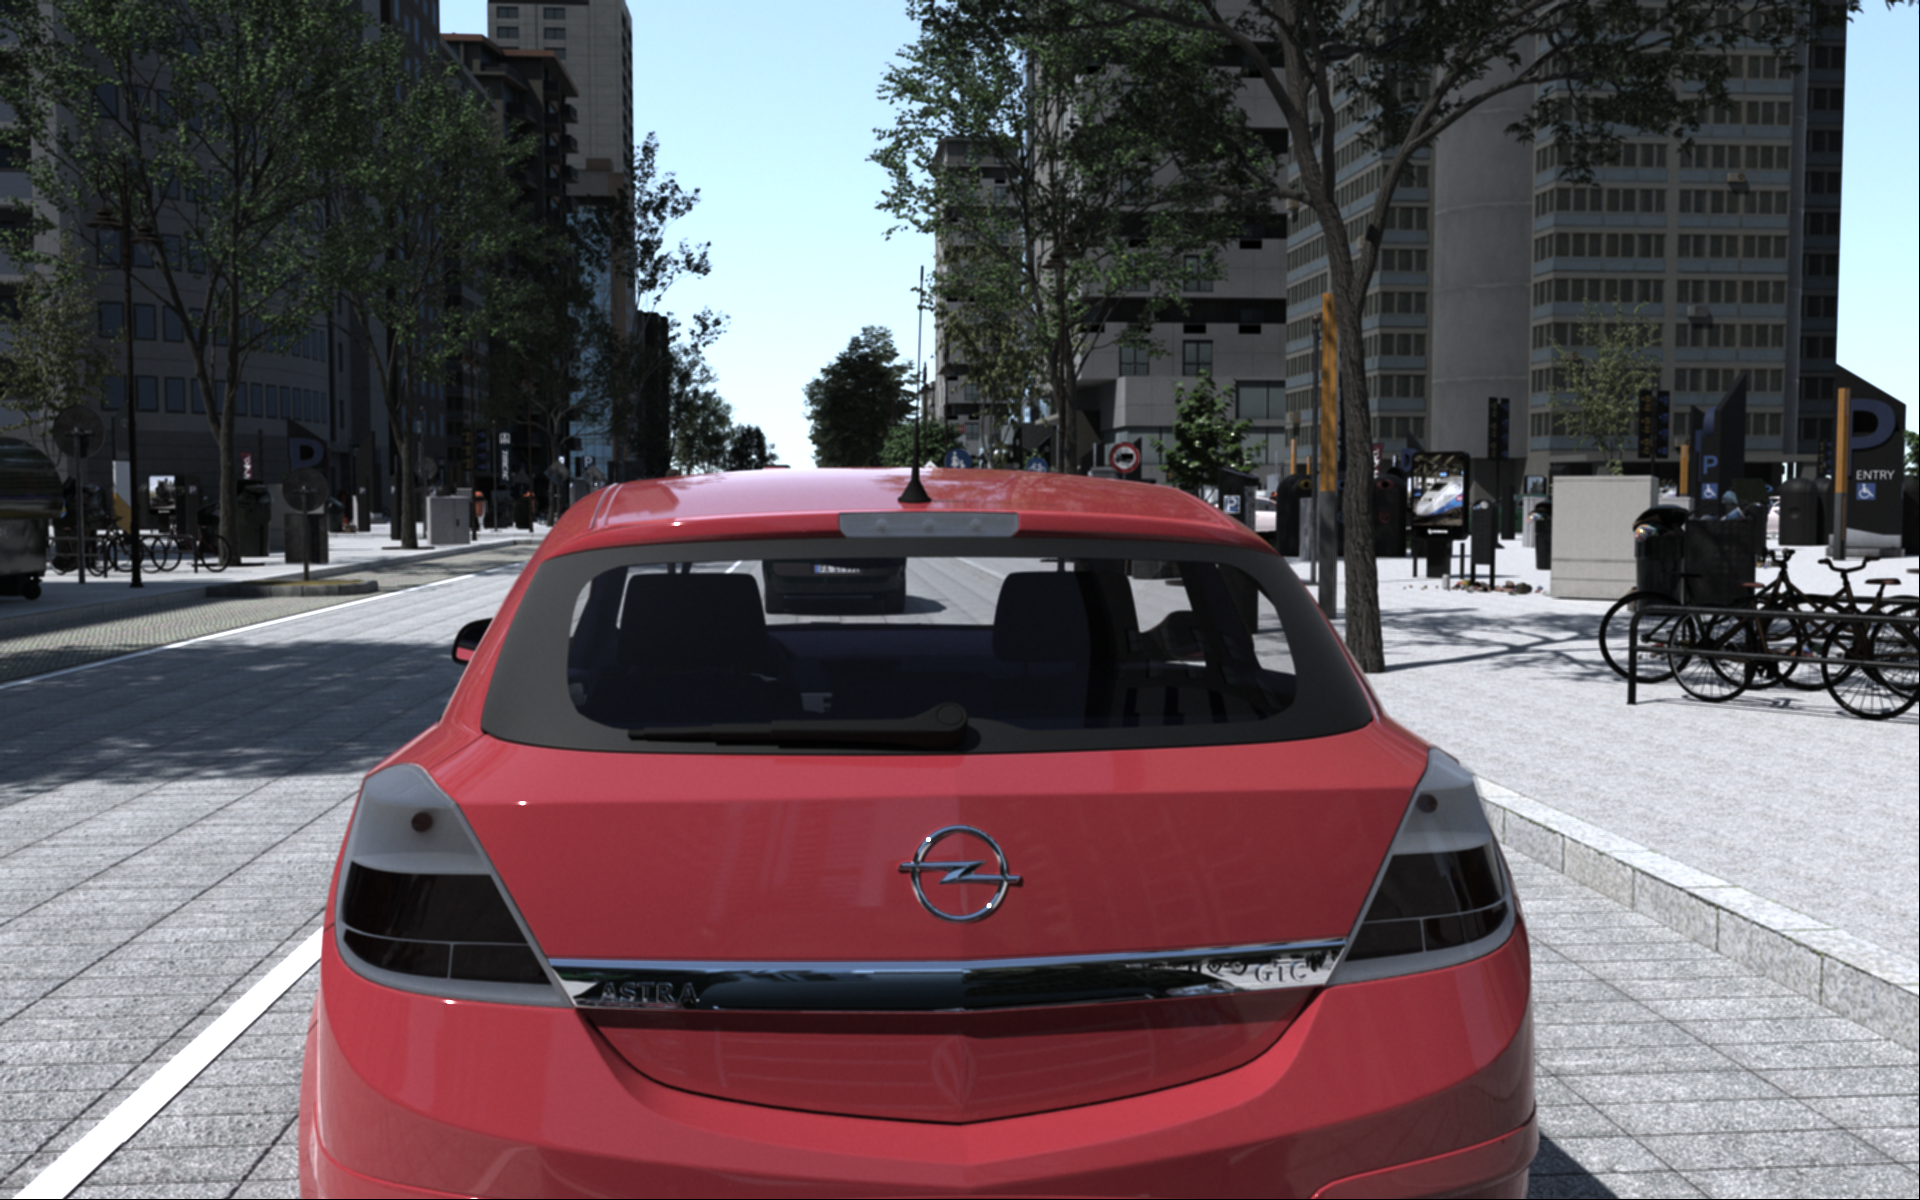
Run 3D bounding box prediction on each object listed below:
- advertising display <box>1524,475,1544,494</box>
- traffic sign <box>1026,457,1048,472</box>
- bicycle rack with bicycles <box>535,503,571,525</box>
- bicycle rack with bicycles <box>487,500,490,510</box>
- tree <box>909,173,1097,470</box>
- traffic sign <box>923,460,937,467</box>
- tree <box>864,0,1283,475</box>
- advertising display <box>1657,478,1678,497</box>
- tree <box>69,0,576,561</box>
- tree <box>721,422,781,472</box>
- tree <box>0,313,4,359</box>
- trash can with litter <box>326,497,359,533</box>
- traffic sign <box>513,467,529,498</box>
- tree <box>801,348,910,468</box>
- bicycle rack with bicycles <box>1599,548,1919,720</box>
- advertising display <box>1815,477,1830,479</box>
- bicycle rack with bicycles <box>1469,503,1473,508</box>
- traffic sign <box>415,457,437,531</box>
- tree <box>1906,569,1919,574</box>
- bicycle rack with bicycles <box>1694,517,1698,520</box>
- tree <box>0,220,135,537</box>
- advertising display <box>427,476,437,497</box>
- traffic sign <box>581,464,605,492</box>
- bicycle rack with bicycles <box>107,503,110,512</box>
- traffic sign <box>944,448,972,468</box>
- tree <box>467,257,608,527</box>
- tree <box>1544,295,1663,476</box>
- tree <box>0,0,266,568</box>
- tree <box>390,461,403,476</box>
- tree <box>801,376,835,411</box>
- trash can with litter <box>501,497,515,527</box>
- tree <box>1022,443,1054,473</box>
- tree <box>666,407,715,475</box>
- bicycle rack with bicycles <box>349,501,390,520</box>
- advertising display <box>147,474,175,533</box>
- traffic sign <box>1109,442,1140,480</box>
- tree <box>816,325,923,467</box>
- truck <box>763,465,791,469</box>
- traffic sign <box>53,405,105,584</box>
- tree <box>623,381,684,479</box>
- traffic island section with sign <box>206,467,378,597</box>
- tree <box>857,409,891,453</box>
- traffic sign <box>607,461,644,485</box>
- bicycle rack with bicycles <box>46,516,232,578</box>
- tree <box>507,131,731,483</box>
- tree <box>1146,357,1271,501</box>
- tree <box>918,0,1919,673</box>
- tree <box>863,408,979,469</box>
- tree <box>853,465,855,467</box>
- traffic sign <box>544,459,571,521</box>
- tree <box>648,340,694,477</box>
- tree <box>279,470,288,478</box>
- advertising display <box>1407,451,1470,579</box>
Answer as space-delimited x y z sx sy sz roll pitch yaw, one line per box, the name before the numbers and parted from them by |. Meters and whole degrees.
advertising display | 19.916 -3.358 60.116 0.974 1.923 0.123 -2 4 -35
traffic sign | 2.634 -3.626 59.384 0.768 2.556 0.104 0 3 0
bicycle rack with bicycles | -16.718 -3.698 73.849 2.925 0.926 2.852 -1 4 -18
bicycle rack with bicycles | -26.441 -5.075 96.365 2.852 0.926 2.925 -1 4 -22
tree | 0.956 -5.533 40.819 4.737 8.622 4.395 0 3 0
traffic sign | -0.872 -2.882 50.761 0.795 2.450 0.064 0 4 -5
tree | 1.934 -6.520 32.360 9.928 11.665 9.643 0 3 0
advertising display | 28.332 -3.942 69.662 0.974 1.923 0.123 0 4 4
tree | -12.930 -6.975 39.794 9.928 11.665 9.643 0 3 0
tree | -33.471 -21.989 276.525 9.611 12.733 9.660 0 3 0
tree | -24.829 -5.519 40.595 4.360 8.622 3.978 0 3 0
trash can with litter | -20.339 -2.796 57.099 1.055 1.170 0.624 1 4 11
traffic sign | -21.017 -5.083 83.119 0.884 2.594 0.081 0 4 0
tree | -8.596 -14.788 148.431 9.857 13.997 8.962 0 3 0
bicycle rack with bicycles | 5.330 0.162 10.736 2.852 0.926 2.925 -3 5 -43
advertising display | 33.095 -3.750 66.526 0.123 1.923 0.974 0 4 1
bicycle rack with bicycles | 36.923 -6.931 126.697 2.852 0.926 2.925 -1 4 -17
traffic sign | -18.344 -3.630 59.451 0.768 2.556 0.104 0 4 4
tree | 16.045 -2.038 27.919 1.663 3.219 1.824 0 3 0
bicycle rack with bicycles | 20.064 -2.254 50.238 2.852 0.926 2.925 -1 4 -19
tree | -24.588 -5.904 46.888 4.737 8.622 4.395 0 3 0
advertising display | -18.693 -3.424 61.195 0.123 1.923 0.974 0 4 3
traffic sign | -12.253 -3.315 57.837 0.795 2.450 0.064 0 4 -5
bicycle rack with bicycles | -32.222 -3.234 66.261 2.925 0.926 2.852 -2 4 -29
traffic sign | -0.054 -2.929 47.994 0.768 2.556 0.104 0 4 -4
tree | -15.792 -8.158 67.800 7.601 10.594 8.767 0 4 5
tree | 23.745 -6.912 63.376 4.737 8.622 4.395 0 3 0
tree | -13.056 -6.392 30.257 9.928 11.665 9.643 0 3 0
tree | -32.296 -6.462 100.255 1.663 3.219 1.824 0 3 0
tree | -16.064 -24.260 252.538 12.611 20.169 13.585 0 3 0
trash can with litter | -17.778 -3.452 67.835 0.624 1.170 1.055 1 4 8
tree | 2.732 -4.380 66.222 1.663 3.219 1.824 0 3 0
tree | -21.809 -11.509 138.532 4.737 8.622 4.395 0 3 0
bicycle rack with bicycles | -29.359 -4.297 83.644 2.925 0.926 2.852 2 4 35
advertising display | -25.925 -3.130 56.397 0.974 1.923 0.123 0 4 0
traffic sign | 4.032 -2.596 42.549 0.768 2.556 0.104 0 4 -1
tree | -6.042 -12.133 116.495 7.486 12.596 7.792 0 3 0
truck | -17.828 -10.978 168.406 2.839 4.237 11.283 0 4 -4
traffic sign | -12.570 -1.505 24.719 0.768 2.556 0.104 0 4 3
tree | -19.733 -9.784 110.324 4.360 8.622 3.978 0 3 0
traffic island section with sign | -9.504 -0.994 24.878 1.989 1.847 2.006 0 4 -5
tree | -6.899 -11.605 140.106 4.737 8.622 4.395 0 3 0
traffic sign | -20.538 -6.883 106.413 2.265 3.308 0.079 0 4 5
bicycle rack with bicycles | -13.663 -0.884 27.833 2.925 0.926 2.852 2 4 23
tree | -18.251 -14.457 92.265 12.611 20.169 13.585 0 3 0
tree | 3.303 -1.818 24.332 1.663 3.219 1.824 0 3 0
tree | 3.011 -4.778 12.535 8.767 10.594 7.601 1 4 10
tree | -1.261 -5.028 65.915 4.285 4.588 4.351 0 3 0
tree | -9.121 -13.069 164.043 4.360 8.622 3.978 0 3 0
traffic sign | -11.580 -2.828 49.880 0.795 2.450 0.064 0 4 -5
tree | -20.053 -11.750 117.872 9.928 11.665 9.643 0 3 0
tree | -28.057 -4.878 74.354 1.663 3.219 1.824 0 3 0
advertising display | 7.308 -1.296 26.399 0.123 1.923 0.974 -3 5 -39
